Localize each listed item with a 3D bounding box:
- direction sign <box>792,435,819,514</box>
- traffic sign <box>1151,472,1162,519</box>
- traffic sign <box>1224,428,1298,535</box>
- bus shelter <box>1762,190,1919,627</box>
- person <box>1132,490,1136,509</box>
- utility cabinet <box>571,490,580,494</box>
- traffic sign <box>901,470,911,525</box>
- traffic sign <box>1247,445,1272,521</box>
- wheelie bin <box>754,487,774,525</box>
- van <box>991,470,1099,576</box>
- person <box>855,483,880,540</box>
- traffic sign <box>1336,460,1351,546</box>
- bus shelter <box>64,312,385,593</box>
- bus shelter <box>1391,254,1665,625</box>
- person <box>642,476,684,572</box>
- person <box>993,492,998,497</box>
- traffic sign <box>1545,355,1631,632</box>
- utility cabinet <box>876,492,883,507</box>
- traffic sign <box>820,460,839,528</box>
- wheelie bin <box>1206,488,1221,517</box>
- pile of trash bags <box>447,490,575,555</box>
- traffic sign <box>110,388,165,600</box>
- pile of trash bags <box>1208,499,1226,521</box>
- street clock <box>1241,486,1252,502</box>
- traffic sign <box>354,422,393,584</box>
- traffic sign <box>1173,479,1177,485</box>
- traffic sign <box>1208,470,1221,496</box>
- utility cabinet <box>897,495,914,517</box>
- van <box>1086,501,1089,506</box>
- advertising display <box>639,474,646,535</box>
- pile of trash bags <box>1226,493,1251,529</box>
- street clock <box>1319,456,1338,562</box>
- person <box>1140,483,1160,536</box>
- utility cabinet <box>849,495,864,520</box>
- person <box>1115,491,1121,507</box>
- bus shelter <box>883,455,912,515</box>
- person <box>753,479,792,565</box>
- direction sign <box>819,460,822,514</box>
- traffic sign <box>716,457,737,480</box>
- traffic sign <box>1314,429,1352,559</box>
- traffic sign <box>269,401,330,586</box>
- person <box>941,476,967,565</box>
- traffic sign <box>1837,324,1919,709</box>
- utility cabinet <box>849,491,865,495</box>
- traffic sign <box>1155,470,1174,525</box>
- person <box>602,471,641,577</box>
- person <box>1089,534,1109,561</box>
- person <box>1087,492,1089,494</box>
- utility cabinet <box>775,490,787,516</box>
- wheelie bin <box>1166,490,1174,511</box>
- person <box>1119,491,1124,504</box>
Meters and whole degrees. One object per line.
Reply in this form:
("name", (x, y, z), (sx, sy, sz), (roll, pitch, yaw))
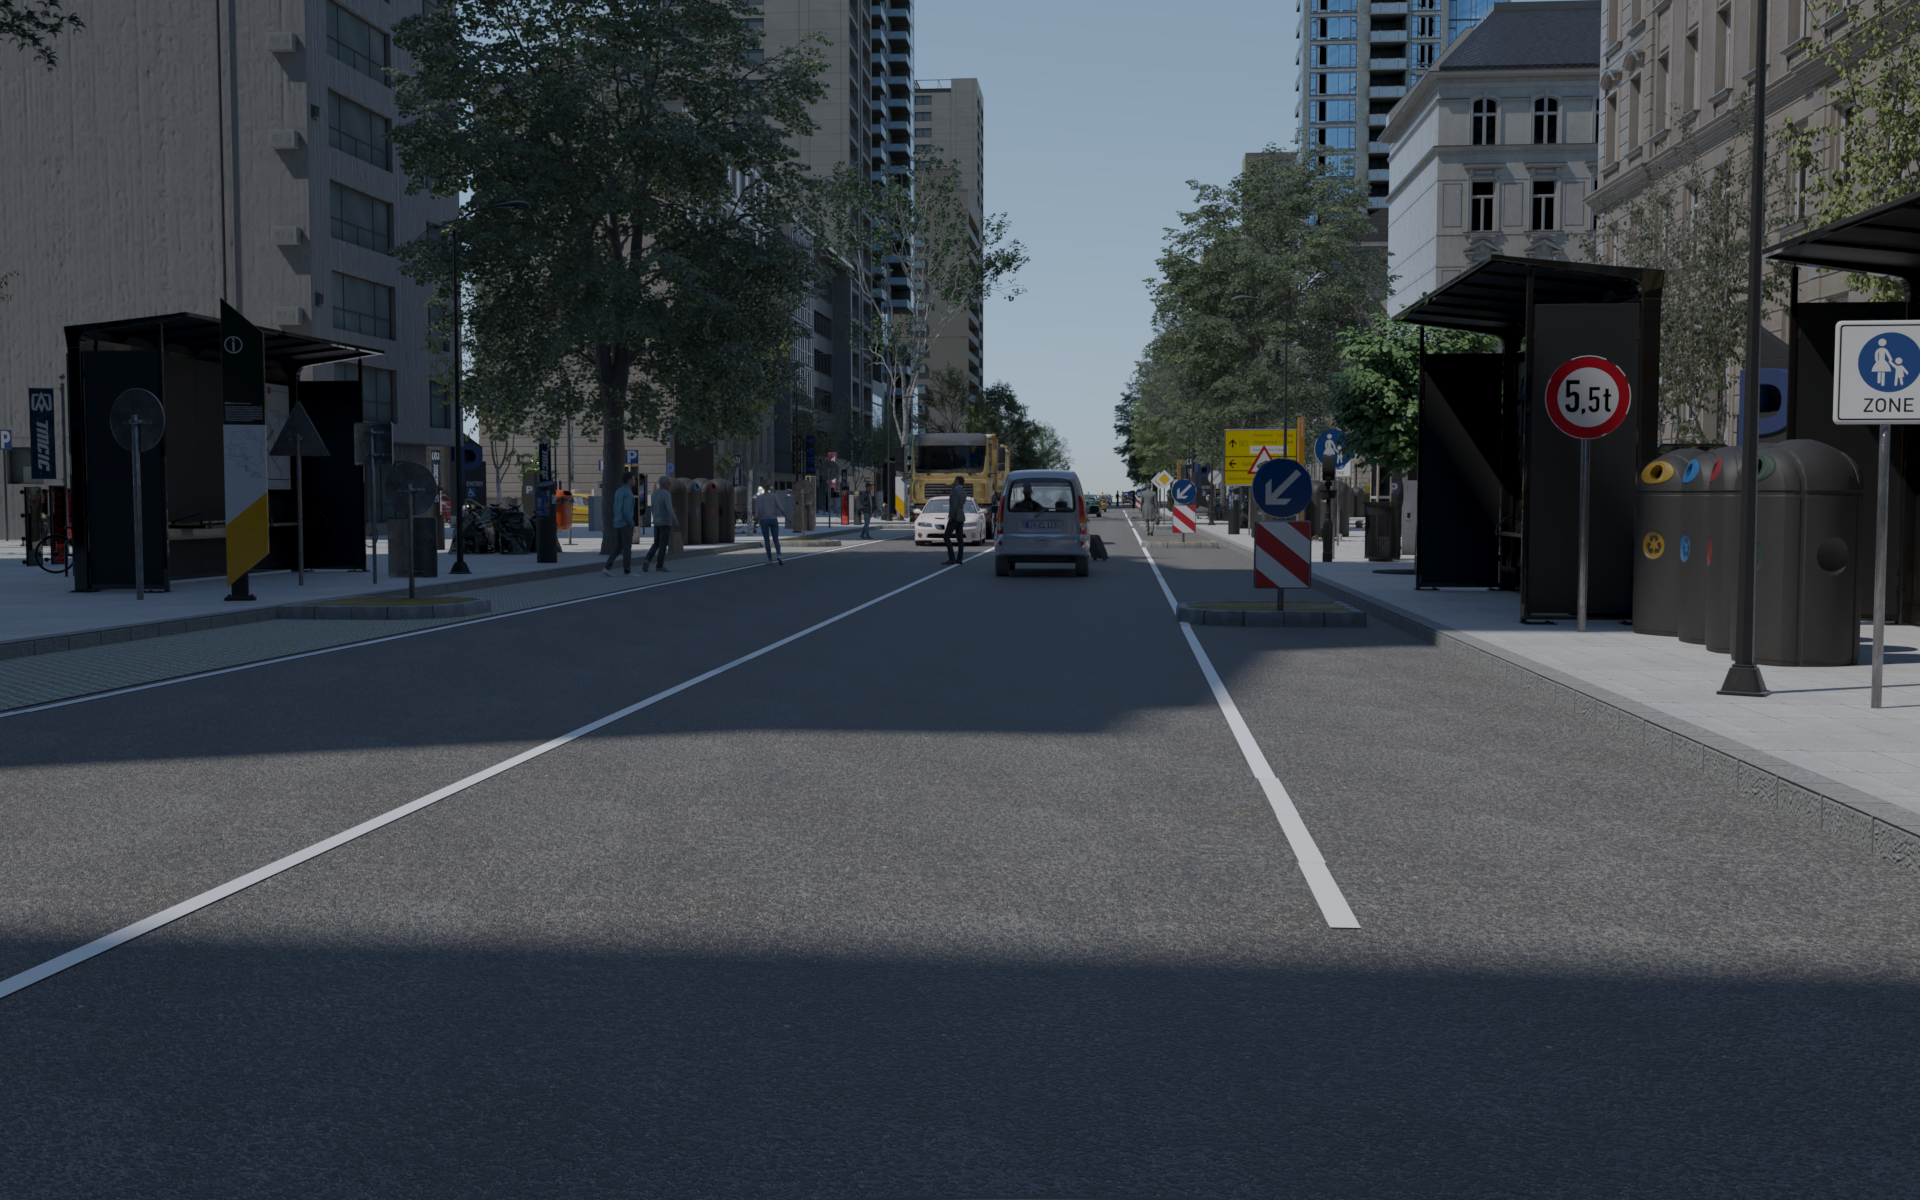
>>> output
("direction sign", (-6.031, -4.576, 66.812), (0.876, 3.537, 0.379), (0, 4, 6))
("traffic sign", (9.088, -4.608, 78.984), (0.795, 2.450, 0.064), (0, 4, 5))
("traffic sign", (9.351, -3.673, 53.931), (2.265, 3.308, 0.079), (0, 4, 7))
("bus shelter", (8.315, -1.383, 13.890), (1.731, 3.624, 6.357), (0, 4, 5))
("person", (17.123, -9.884, 170.234), (0.705, 1.807, 1.348), (-1, 4, -12))
("utility cabinet", (-19.405, -4.794, 87.058), (0.318, 1.500, 1.173), (-2, 4, -30))
("traffic sign", (-2.075, -4.180, 71.983), (0.795, 2.450, 0.064), (0, 4, 5))
("traffic sign", (8.094, -2.824, 46.181), (0.884, 2.594, 0.081), (0, 4, 7))
("wheelie bin", (-8.241, -3.979, 72.964), (0.980, 1.594, 0.693), (1, 4, 18))
("van", (1.532, -1.499, 31.521), (2.013, 2.044, 4.112), (0, 4, 4))
("person", (-2.896, -2.767, 54.095), (0.721, 1.781, 0.623), (1, 4, 8))
("traffic sign", (9.363, -2.492, 42.868), (0.606, 2.300, 0.079), (1, 4, 14))
("bus shelter", (-10.555, -2.094, 25.518), (1.731, 3.624, 6.357), (0, 4, 5))
("bus shelter", (6.322, -1.757, 20.005), (1.731, 3.624, 6.357), (0, 4, 5))
("person", (-5.394, -1.376, 31.490), (0.782, 1.767, 0.515), (3, 5, 43))
("person", (1.465, -3.419, 64.611), (0.699, 1.804, 1.509), (-2, 4, -32))
("traffic sign", (5.775, -0.973, 16.013), (0.768, 2.556, 0.104), (0, 4, 6))
("utility cabinet", (-7.008, -8.798, 152.530), (0.318, 1.500, 1.173), (2, 4, 28))
("traffic sign", (-4.918, -3.983, 65.220), (0.768, 2.556, 0.104), (1, 4, 12))
("wheelie bin", (14.241, -5.430, 96.685), (0.980, 1.594, 0.693), (-1, 4, -22))
("pile of trash bags", (-9.614, -1.742, 38.236), (1.912, 1.369, 3.447), (1, 4, 21))
("traffic sign", (-9.943, -1.274, 20.930), (0.768, 2.556, 0.104), (1, 4, 14))
("pile of trash bags", (13.728, -4.470, 82.829), (3.447, 1.369, 1.912), (-1, 4, -16))
("street clock", (15.682, -5.555, 95.390), (0.358, 2.002, 0.471), (3, 5, 39))
("traffic sign", (-8.364, -1.381, 24.704), (0.606, 2.300, 0.079), (1, 4, 14))
("traffic sign", (18.662, -9.106, 148.981), (0.768, 2.556, 0.104), (1, 4, 14))
("traffic sign", (13.747, -5.704, 93.359), (0.768, 2.556, 0.104), (1, 4, 14))
("utility cabinet", (-3.009, -5.230, 96.677), (1.020, 1.237, 0.306), (-1, 4, -10))
("van", (2.759, -2.666, 50.604), (2.013, 2.044, 4.112), (0, 4, 6))
("advertising display", (-10.445, -3.038, 54.882), (0.974, 1.923, 0.123), (0, 4, 4))
("pile of trash bags", (11.950, -3.341, 64.375), (3.447, 1.369, 1.912), (2, 4, 29))
("street clock", (6.946, -1.720, 32.689), (0.358, 2.002, 0.471), (1, 4, 13))
("person", (6.540, -3.113, 59.499), (0.694, 1.812, 0.767), (1, 4, 18))
("utility cabinet", (-4.976, -4.541, 85.402), (1.020, 1.237, 0.306), (0, 4, 5))
("person", (17.923, -11.503, 196.544), (0.705, 1.831, 1.348), (-1, 4, -22))
("bus shelter", (-3.535, -7.116, 107.626), (1.731, 3.624, 6.357), (0, 4, 5))
("person", (-3.748, -1.581, 35.015), (0.731, 1.740, 0.598), (-2, 4, -28))
("direction sign", (-9.432, -7.476, 114.232), (0.876, 3.537, 0.379), (2, 4, 32))
("traffic sign", (-8.100, -3.656, 59.878), (0.768, 2.556, 0.104), (1, 4, 9))
("traffic sign", (7.333, -2.073, 34.006), (0.768, 2.556, 0.104), (1, 4, 9))
("traffic sign", (-9.238, -1.481, 24.214), (0.884, 2.594, 0.081), (0, 4, 6))
("person", (-0.110, -1.630, 35.334), (0.473, 1.802, 0.592), (3, 5, 41))
("traffic sign", (5.487, -0.500, 10.302), (0.606, 2.300, 0.079), (0, 4, 7))
("utility cabinet", (-6.350, -6.066, 107.861), (1.173, 1.500, 0.318), (-1, 4, -11))
("traffic sign", (8.376, -4.122, 71.031), (0.795, 2.450, 0.064), (0, 4, 5))
("person", (-5.846, -1.304, 29.834), (0.620, 1.820, 0.660), (-3, 4, -38))
("person", (2.535, -1.715, 36.762), (1.509, 1.804, 0.699), (-2, 4, -33))
("person", (17.188, -13.554, 230.628), (0.721, 1.766, 1.217), (-1, 4, -20))
("utility cabinet", (-10.291, -5.703, 101.921), (1.173, 1.500, 0.318), (0, 4, -7))
("wheelie bin", (16.169, -7.597, 132.119), (0.980, 1.594, 0.693), (-1, 4, -11))
("person", (23.039, -14.503, 245.621), (0.705, 1.824, 1.348), (3, 5, 43))
